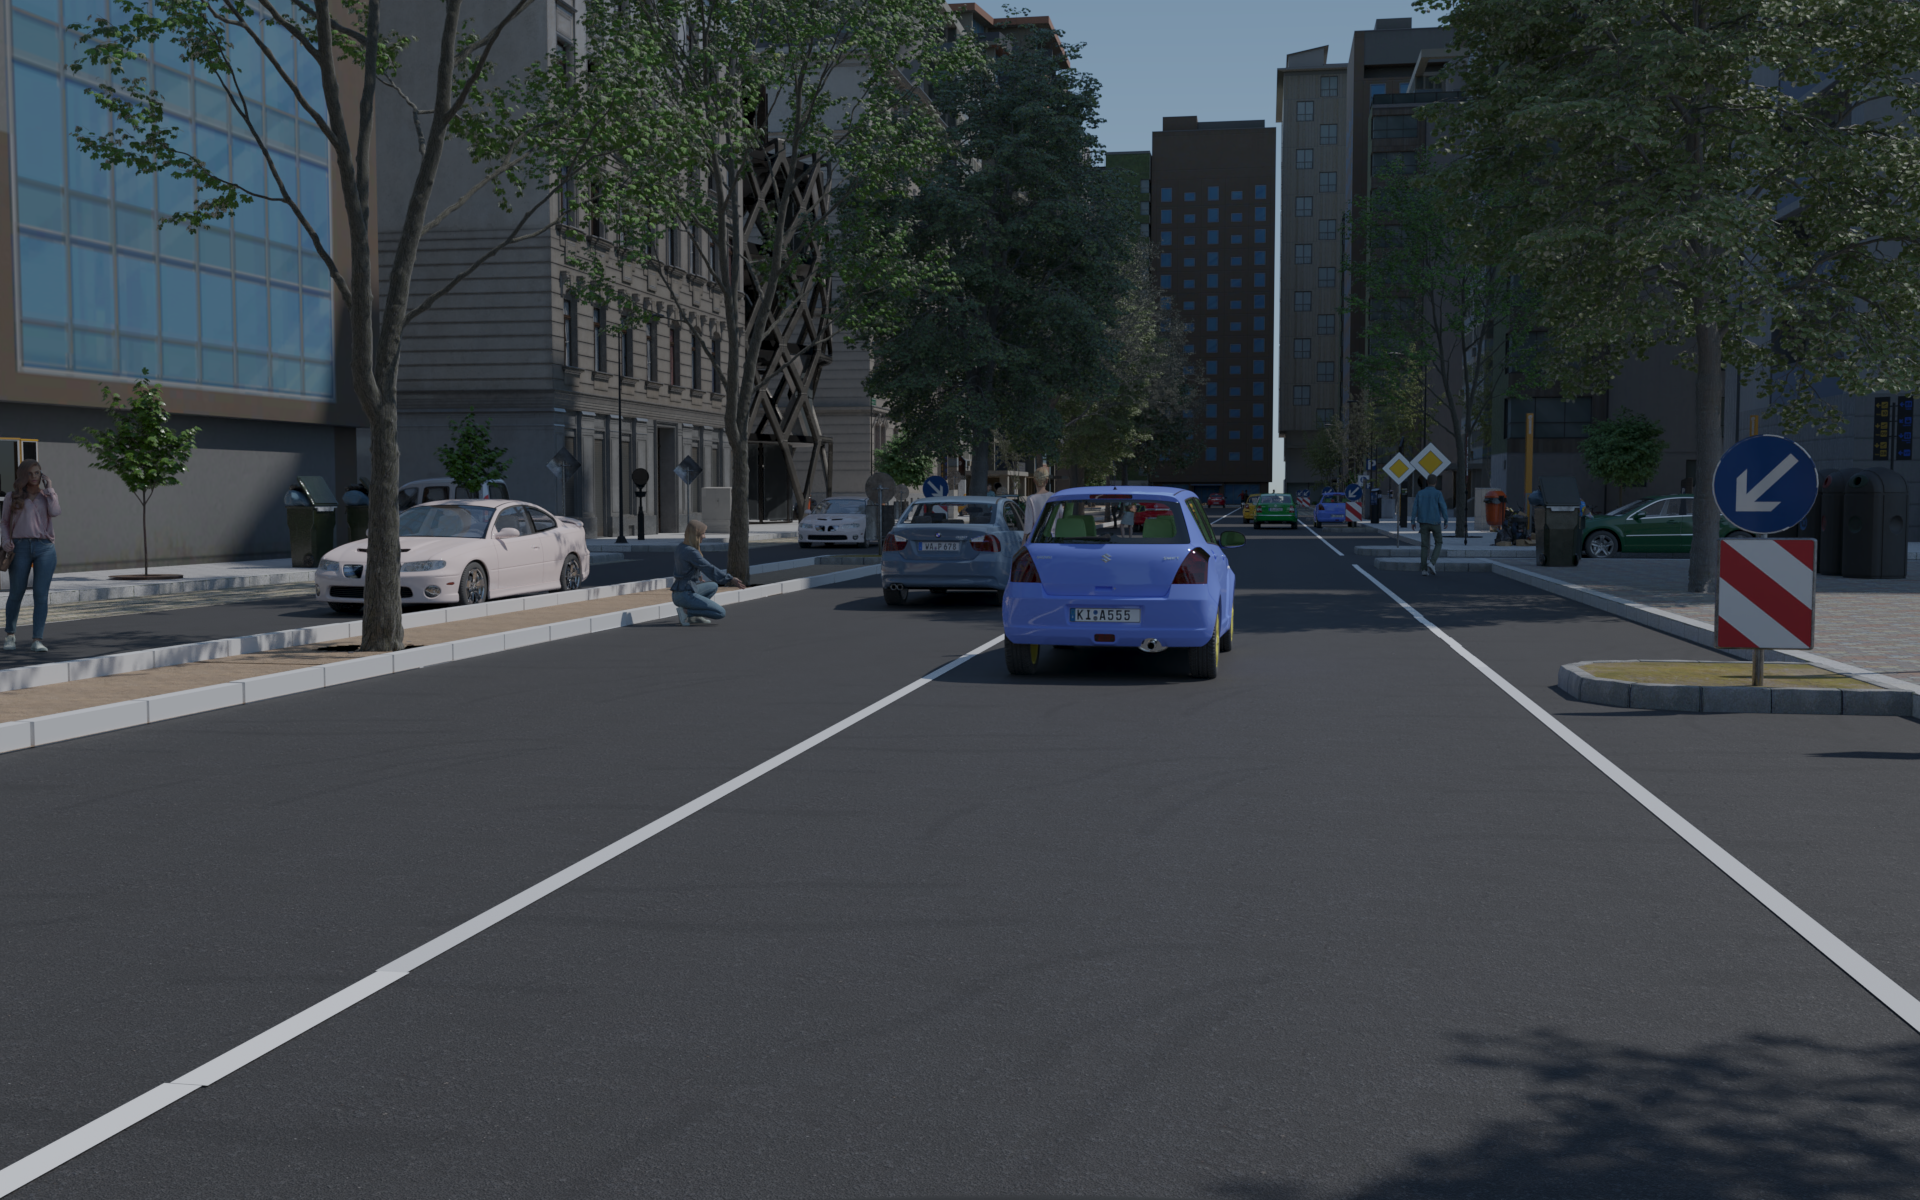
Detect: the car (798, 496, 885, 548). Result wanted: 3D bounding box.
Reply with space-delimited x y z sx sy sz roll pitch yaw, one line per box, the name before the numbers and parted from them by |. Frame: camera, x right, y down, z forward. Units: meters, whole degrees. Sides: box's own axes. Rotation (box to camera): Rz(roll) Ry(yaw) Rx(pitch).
car | -3.127 -2.154 47.575 2.083 1.381 4.827 1 4 9

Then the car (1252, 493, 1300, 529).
car | 13.120 -3.861 71.919 1.959 1.807 4.718 1 4 11

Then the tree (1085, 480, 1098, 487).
tree | 12.534 -10.629 168.378 1.663 3.219 1.824 0 3 0

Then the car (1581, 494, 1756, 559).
car | 15.290 -1.585 37.714 4.920 1.459 2.131 0 4 8

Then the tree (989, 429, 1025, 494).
tree | 3.501 -10.145 116.231 4.360 8.622 3.978 0 3 0

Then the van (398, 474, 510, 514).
van | -13.068 -2.157 42.282 4.112 2.044 2.013 1 4 8

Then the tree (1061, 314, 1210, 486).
tree | 9.567 -11.067 100.409 9.611 12.733 9.660 0 3 0

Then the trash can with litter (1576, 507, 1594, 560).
trash can with litter | 11.690 -1.353 33.513 1.055 1.170 0.624 -2 4 -34

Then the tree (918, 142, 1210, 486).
tree | 2.790 -8.997 59.927 12.009 13.543 11.850 0 3 0

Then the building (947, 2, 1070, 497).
building | -1.773 -30.864 159.244 22.147 44.769 28.867 1 4 10

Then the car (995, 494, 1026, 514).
car | 1.973 -3.899 75.547 2.131 1.459 4.920 1 4 11

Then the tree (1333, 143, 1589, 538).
tree | 14.787 -7.648 50.803 9.928 11.665 9.643 0 3 0

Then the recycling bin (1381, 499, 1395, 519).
recycling bin | 22.499 -4.810 91.200 0.722 1.027 0.722 1 4 23

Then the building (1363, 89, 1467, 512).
building | 36.916 -21.754 127.374 14.160 30.474 14.107 1 4 10

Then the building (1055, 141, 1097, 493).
building | 6.686 -30.755 186.443 14.086 41.232 14.154 1 4 10

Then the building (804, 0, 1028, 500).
building | -11.412 -27.023 133.712 32.217 40.220 23.993 1 4 10

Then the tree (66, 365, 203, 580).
tree | -12.191 -1.926 26.099 1.663 3.219 1.824 0 3 0

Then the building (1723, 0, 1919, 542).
building | 38.449 -30.866 46.652 28.212 58.520 21.231 1 4 10

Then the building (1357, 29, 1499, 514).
building | 49.838 -27.659 144.113 32.217 40.220 23.993 1 4 10

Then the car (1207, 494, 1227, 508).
car | 26.880 -10.538 181.337 2.155 1.783 4.494 1 4 10

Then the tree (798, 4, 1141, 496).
tree | 0.469 -8.400 46.446 9.857 13.997 8.962 0 3 0

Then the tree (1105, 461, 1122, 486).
tree | 17.063 -14.799 192.333 4.360 8.622 3.978 0 3 0

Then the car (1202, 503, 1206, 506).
car | 10.497 -4.341 81.192 2.015 1.641 3.980 1 4 11

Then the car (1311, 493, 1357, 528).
car | 16.063 -3.952 74.211 1.945 1.707 3.694 1 4 9

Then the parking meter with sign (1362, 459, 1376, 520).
parking meter with sign | 20.653 -5.584 87.557 0.543 3.016 1.738 0 4 4

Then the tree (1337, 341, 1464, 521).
tree | 20.927 -8.067 82.255 4.737 8.622 4.395 0 3 0

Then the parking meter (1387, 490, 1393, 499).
parking meter | 27.486 -6.253 110.644 0.372 1.533 0.369 0 3 0

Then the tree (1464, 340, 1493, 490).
tree | 25.916 -8.147 83.562 4.737 8.622 4.395 0 3 0

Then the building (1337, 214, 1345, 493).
building | 46.194 -24.897 178.773 14.160 30.474 14.107 1 4 10

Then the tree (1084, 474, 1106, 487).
tree | 13.362 -11.793 176.535 4.285 4.588 4.351 0 3 0

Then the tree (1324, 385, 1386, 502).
tree | 25.492 -9.847 111.365 4.360 8.622 3.978 0 3 0

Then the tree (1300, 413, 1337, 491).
tree | 33.248 -12.615 156.624 4.737 8.622 4.395 0 3 0

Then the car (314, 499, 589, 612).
car | -6.416 -0.612 22.368 2.083 1.381 4.827 1 4 11

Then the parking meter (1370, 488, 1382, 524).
parking meter | 17.995 -4.078 75.087 0.372 1.533 0.369 0 3 0

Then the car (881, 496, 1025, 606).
car | 0.136 -0.701 23.471 2.014 1.417 4.499 1 4 11

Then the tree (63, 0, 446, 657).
tree | -5.185 -5.327 15.305 9.928 11.665 9.643 0 3 0

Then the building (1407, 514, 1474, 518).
building | 42.408 -24.926 99.413 32.217 40.220 23.993 1 4 10

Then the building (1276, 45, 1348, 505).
building | 52.245 -38.029 211.006 27.495 52.752 28.713 1 4 10

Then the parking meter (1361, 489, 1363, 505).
parking meter | 21.762 -5.181 93.115 0.372 1.533 0.369 0 3 0

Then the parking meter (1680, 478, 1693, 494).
parking meter | 26.054 -3.452 62.145 0.255 1.863 0.399 0 4 -8

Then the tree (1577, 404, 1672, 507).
tree | 24.342 -4.880 63.503 4.285 4.588 4.351 0 3 0

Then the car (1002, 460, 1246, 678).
car | 1.459 -0.323 14.878 1.945 1.707 3.694 1 4 11

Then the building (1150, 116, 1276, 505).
building | 30.474 -34.111 207.818 14.200 45.320 14.600 1 4 10

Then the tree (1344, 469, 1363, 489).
tree | 27.049 -7.614 119.093 1.663 3.219 1.824 0 3 0

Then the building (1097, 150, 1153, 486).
building | 16.497 -32.203 210.112 14.086 41.232 14.154 1 4 10

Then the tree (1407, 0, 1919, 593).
tree | 9.383 -6.384 22.511 7.486 12.596 7.792 0 3 0

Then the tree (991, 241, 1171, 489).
tree | 5.326 -9.578 77.178 7.486 12.596 7.792 0 3 0

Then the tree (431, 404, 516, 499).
tree | -10.443 -2.622 37.470 1.663 3.219 1.824 0 3 0

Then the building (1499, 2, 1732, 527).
building | 29.247 -18.350 71.719 14.160 30.474 14.107 1 4 10

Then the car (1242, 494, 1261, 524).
car | 14.773 -4.559 84.762 2.015 1.641 3.980 1 4 12

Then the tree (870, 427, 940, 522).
tree | -2.475 -5.962 81.187 4.285 4.588 4.351 0 3 0

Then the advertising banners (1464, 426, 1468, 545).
advertising banners | 12.881 -2.927 44.039 0.090 3.025 2.074 1 4 16

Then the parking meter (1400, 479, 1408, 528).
parking meter | 16.914 -3.686 65.970 0.255 1.863 0.399 1 4 13

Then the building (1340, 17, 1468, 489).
building | 43.850 -31.453 164.364 14.600 45.320 14.200 1 4 10
